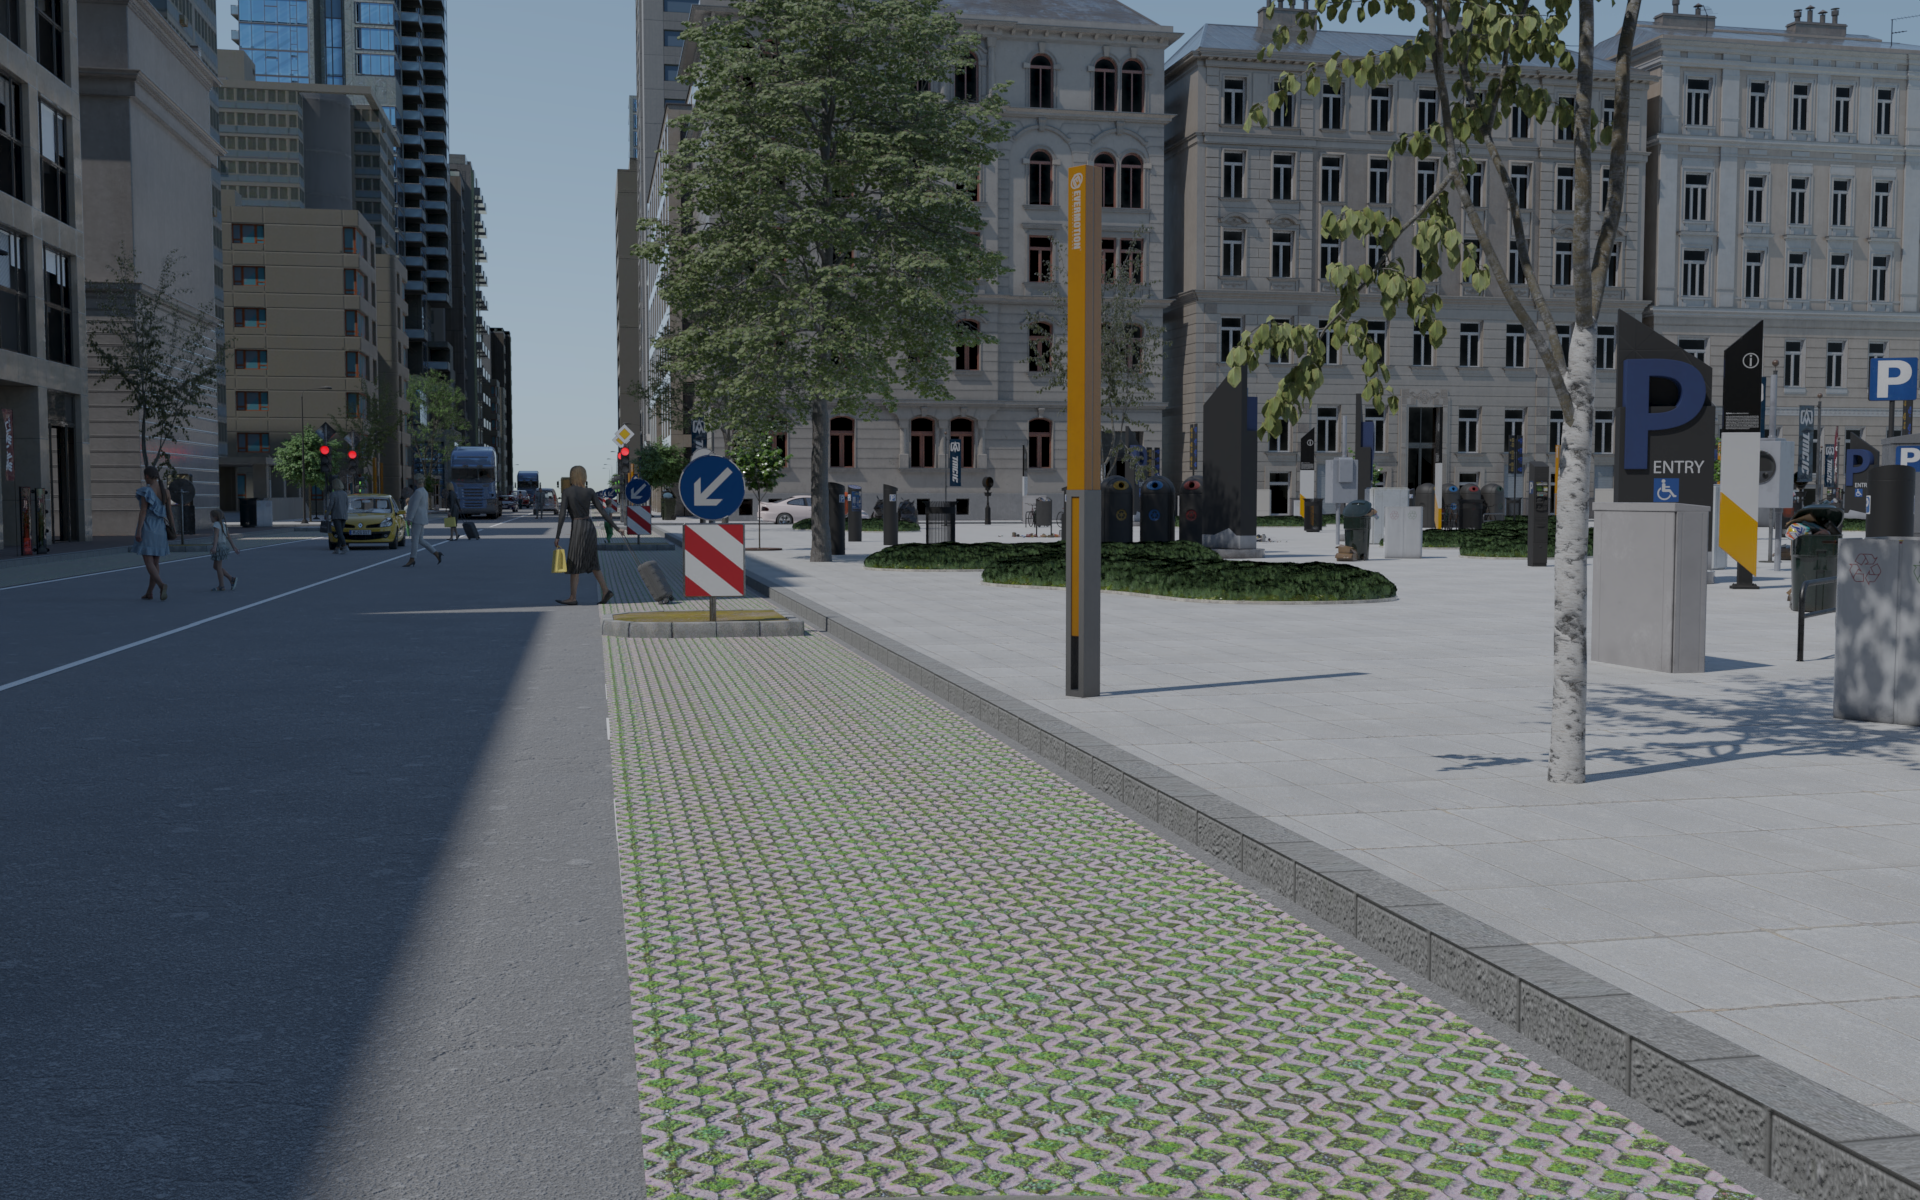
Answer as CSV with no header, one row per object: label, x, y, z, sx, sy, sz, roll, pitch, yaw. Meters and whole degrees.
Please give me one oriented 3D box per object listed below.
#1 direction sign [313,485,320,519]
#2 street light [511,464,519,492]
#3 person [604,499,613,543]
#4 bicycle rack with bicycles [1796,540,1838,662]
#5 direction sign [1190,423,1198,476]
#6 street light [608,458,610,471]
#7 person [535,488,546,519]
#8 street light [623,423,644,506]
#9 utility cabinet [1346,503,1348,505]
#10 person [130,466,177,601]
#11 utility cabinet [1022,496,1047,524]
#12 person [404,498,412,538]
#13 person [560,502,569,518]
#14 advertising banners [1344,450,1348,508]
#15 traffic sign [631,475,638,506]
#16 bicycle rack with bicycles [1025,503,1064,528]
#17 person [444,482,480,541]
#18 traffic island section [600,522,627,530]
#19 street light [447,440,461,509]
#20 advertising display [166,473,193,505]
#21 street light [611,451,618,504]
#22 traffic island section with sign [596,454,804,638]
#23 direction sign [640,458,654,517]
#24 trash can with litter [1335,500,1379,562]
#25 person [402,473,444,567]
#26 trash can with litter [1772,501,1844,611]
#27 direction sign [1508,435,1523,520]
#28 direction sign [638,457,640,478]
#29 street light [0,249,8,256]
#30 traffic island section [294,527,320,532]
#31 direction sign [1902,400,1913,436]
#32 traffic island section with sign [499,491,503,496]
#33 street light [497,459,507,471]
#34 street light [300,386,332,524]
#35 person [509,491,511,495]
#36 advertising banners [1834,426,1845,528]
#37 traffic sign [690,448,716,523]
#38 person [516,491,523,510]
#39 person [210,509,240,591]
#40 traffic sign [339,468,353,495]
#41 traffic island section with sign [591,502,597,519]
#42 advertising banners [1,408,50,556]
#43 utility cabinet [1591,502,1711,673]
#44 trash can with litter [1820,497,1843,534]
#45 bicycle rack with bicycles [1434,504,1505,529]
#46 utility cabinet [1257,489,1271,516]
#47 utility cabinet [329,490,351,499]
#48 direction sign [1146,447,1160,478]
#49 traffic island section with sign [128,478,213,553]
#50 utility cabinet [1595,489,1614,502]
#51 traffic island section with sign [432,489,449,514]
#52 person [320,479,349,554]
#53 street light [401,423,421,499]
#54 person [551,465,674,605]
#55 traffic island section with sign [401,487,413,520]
direction sign,-32.635,-5.855,87.730,0.379,3.537,0.876,2,4,33
street light,-69.420,-18.191,269.970,1.470,5.913,1.316,-1,4,-12
person,-9.449,-2.064,46.487,0.306,1.304,0.590,1,4,9
bicycle rack with bicycles,7.885,-0.001,13.405,2.852,0.926,2.925,3,5,41
direction sign,7.533,-3.909,55.909,0.379,3.537,0.876,0,4,-7
street light,-37.092,-13.143,187.433,1.470,5.913,1.316,-1,4,-12
person,-24.395,-5.627,100.603,0.635,1.810,0.391,-1,4,-13
street light,-21.253,-8.588,112.947,1.470,5.913,1.316,-1,4,-12
utility cabinet,12.331,-2.556,52.952,1.020,1.237,0.306,0,4,-3
person,-10.821,-0.901,23.331,0.778,1.811,0.616,3,5,40
utility cabinet,3.185,-3.841,73.956,1.020,1.237,0.306,0,4,4
person,-17.836,-2.654,56.146,0.306,1.304,0.590,-2,4,-29
person,-23.663,-5.794,103.900,0.731,1.740,0.598,-3,4,-36
advertising banners,15.201,-4.402,68.158,0.090,3.025,2.074,1,4,15
traffic sign,-21.742,-7.120,116.510,0.768,2.556,0.104,-1,4,-11
bicycle rack with bicycles,3.526,-3.270,66.854,2.852,0.926,2.925,2,4,28
person,-15.424,-2.739,53.507,0.699,1.804,1.509,2,4,29
traffic island section,-15.116,-3.384,77.601,2.009,0.180,2.903,-1,4,-12
street light,-43.669,-10.827,149.561,1.470,5.913,1.316,-1,4,-12
advertising display,-24.460,-3.004,54.323,0.974,1.923,0.123,1,4,22
street light,-29.472,-10.931,151.269,1.470,5.913,1.316,-1,4,-12
traffic island section with sign,-2.736,-0.577,18.063,1.989,1.847,2.006,-1,4,-12
direction sign,-17.522,-6.488,98.077,0.876,3.537,0.379,0,4,-6
trash can with litter,7.597,-1.336,33.229,0.624,1.170,1.055,2,4,30
person,-10.632,-1.583,34.256,0.818,1.842,0.514,-1,4,-23
trash can with litter,9.347,-0.474,19.130,0.624,1.170,1.055,1,4,14
direction sign,21.386,-4.571,66.728,0.876,3.537,0.379,-3,4,-38
direction sign,-19.532,-6.945,105.553,0.379,3.537,0.876,-1,4,-22
street light,-18.724,-3.689,32.854,1.470,5.913,1.316,-1,4,-12
traffic island section,-24.638,-2.760,67.414,2.009,0.180,2.903,-1,4,-12
direction sign,19.374,-2.659,35.475,0.379,3.537,0.876,1,4,19
traffic island section with sign,-52.867,-11.671,199.443,1.989,1.847,2.006,-1,4,-12
street light,-61.115,-15.813,231.089,1.470,5.913,1.316,-1,4,-12
street light,-27.776,-6.252,74.759,1.470,5.913,1.316,-1,4,-12
person,-56.567,-12.806,217.846,1.348,1.831,0.705,1,4,11
advertising banners,22.168,-2.905,43.691,0.090,3.025,2.074,1,4,22
traffic sign,-7.072,-2.927,47.956,0.768,2.556,0.104,0,4,-4
person,-40.650,-9.211,159.814,0.721,1.736,1.217,1,4,20
person,-10.888,-0.737,25.563,0.382,1.210,0.505,0,4,-5
traffic sign,-30.217,-5.220,85.453,0.768,2.556,0.104,0,4,-8
traffic island section with sign,-8.371,-2.189,44.425,1.989,1.847,2.006,-1,4,-12
advertising banners,-19.509,-2.444,36.145,0.090,3.025,2.074,0,4,-6
utility cabinet,5.115,-0.104,12.867,0.306,1.237,1.020,-1,4,-13
trash can with litter,20.144,-1.736,39.444,1.678,1.210,2.233,-2,4,-33
bicycle rack with bicycles,17.831,-2.927,61.239,2.852,0.926,2.925,3,5,41
utility cabinet,14.328,-4.558,83.200,1.173,1.500,0.318,2,4,23
utility cabinet,-36.193,-5.657,101.163,1.173,1.500,0.318,0,4,6
direction sign,9.343,-5.620,83.877,0.876,3.537,0.379,-3,4,-38
traffic island section with sign,-19.488,-2.118,43.255,1.989,1.847,2.006,-1,4,-12
utility cabinet,26.375,-3.765,70.236,1.173,1.500,0.318,3,5,45
traffic island section with sign,-36.745,-7.055,123.984,1.989,1.847,2.006,-1,4,-12
person,-14.883,-1.997,41.339,0.728,1.800,0.709,2,4,33
street light,-36.027,-8.629,113.628,1.470,5.913,1.316,-1,4,-12
person,-4.504,-0.831,22.304,1.509,1.804,0.699,0,4,3
traffic island section with sign,-31.108,-5.443,97.622,1.989,1.847,2.006,-1,4,-12
